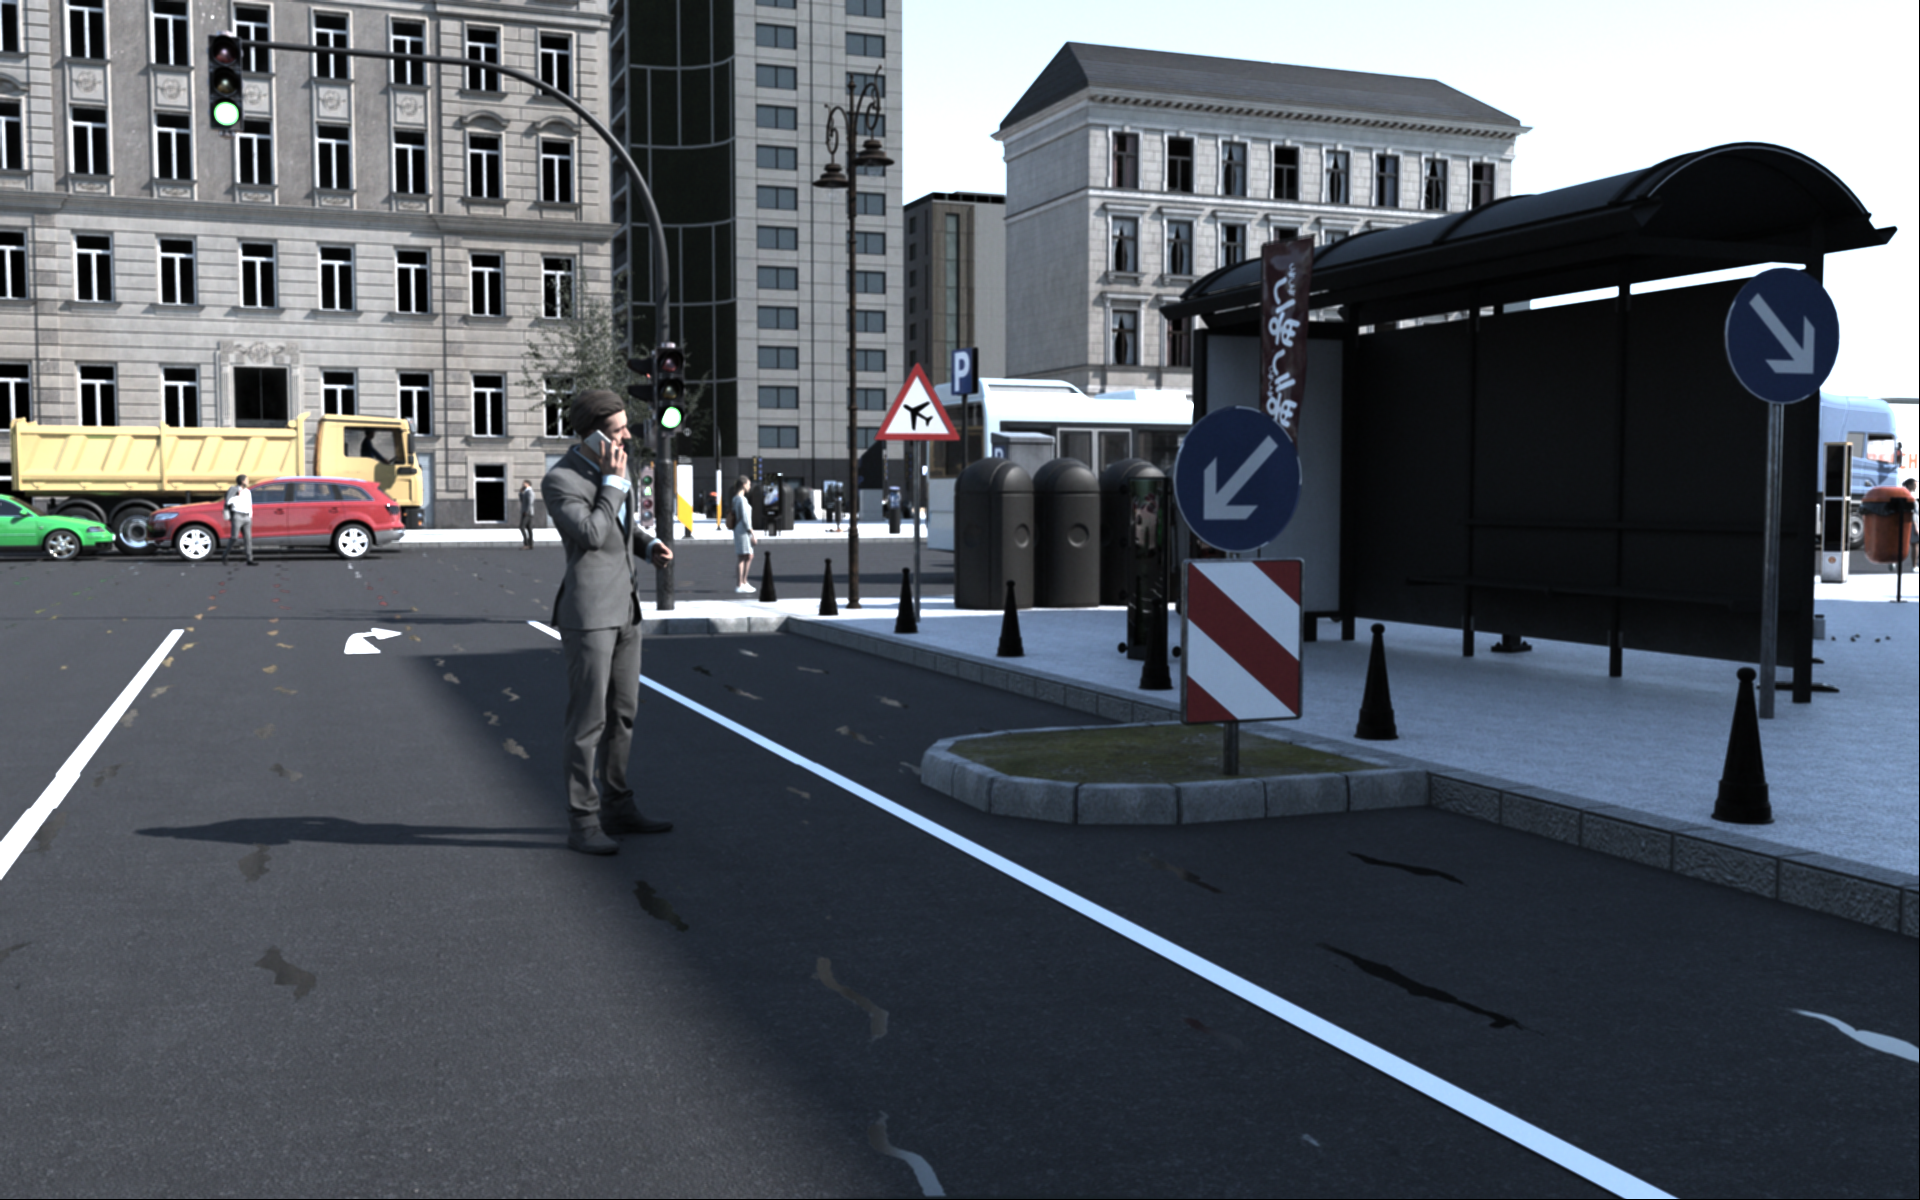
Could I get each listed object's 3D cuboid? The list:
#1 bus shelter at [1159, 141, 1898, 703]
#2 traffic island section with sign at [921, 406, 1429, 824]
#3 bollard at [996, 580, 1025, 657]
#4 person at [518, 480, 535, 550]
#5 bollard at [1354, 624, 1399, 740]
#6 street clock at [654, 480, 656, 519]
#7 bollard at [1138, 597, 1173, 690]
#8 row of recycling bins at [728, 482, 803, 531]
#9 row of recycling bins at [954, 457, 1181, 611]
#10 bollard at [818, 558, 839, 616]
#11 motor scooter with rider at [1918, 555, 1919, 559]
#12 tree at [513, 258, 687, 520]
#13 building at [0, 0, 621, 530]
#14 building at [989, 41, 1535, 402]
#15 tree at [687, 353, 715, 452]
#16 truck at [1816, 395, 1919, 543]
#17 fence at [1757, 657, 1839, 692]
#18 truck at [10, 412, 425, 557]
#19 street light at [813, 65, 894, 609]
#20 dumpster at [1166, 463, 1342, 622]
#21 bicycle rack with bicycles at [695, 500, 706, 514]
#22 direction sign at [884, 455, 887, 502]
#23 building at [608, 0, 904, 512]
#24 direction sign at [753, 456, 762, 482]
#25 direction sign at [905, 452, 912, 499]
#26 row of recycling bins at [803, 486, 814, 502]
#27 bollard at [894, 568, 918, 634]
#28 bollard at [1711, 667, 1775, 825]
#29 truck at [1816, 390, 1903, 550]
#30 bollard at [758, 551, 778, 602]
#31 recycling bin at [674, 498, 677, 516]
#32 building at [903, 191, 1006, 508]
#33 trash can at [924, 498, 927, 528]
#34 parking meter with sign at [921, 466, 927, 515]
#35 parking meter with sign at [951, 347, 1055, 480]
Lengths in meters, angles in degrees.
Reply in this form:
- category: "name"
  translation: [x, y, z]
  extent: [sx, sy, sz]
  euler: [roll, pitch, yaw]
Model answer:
- category: "bus shelter"
  translation: [3.630, -1.141, 12.574]
  extent: [2.014, 3.302, 5.546]
  euler: [-1, 4, -21]
- category: "traffic island section with sign"
  translation: [0.886, 0.007, 8.508]
  extent: [1.989, 1.847, 2.006]
  euler: [-1, 4, -21]
- category: "bollard"
  translation: [0.401, 0.142, 13.716]
  extent: [0.229, 0.601, 0.229]
  euler: [0, 3, 0]
- category: "person"
  translation: [-11.260, -2.218, 44.951]
  extent: [0.473, 1.802, 0.592]
  euler: [0, 4, 2]
- category: "bollard"
  translation: [2.195, 0.424, 9.113]
  extent: [0.229, 0.601, 0.229]
  euler: [0, 3, 0]
- category: "street clock"
  translation: [-16.043, -5.268, 90.703]
  extent: [0.358, 2.002, 0.471]
  euler: [0, 4, 2]
- category: "bollard"
  translation: [1.293, 0.283, 11.417]
  extent: [0.229, 0.601, 0.229]
  euler: [0, 3, 0]
- category: "row of recycling bins"
  translation: [-7.125, -3.342, 61.747]
  extent: [1.069, 1.692, 3.534]
  euler: [-3, 5, -40]
- category: "row of recycling bins"
  translation: [1.605, -0.790, 20.028]
  extent: [3.534, 1.692, 1.069]
  euler: [-2, 4, -28]
- category: "bollard"
  translation: [-1.393, -0.139, 18.314]
  extent: [0.229, 0.601, 0.229]
  euler: [0, 3, 0]
- category: "motor scooter with rider"
  translation: [17.173, -1.262, 29.598]
  extent: [1.986, 1.779, 0.876]
  euler: [-1, 4, -22]
- category: "tree"
  translation: [-11.442, -6.315, 53.614]
  extent: [4.360, 8.622, 3.978]
  euler: [0, 3, 0]
- category: "building"
  translation: [-26.102, -16.333, 64.300]
  extent: [25.104, 27.353, 12.463]
  euler: [-1, 4, -21]
- category: "building"
  translation: [4.875, -13.724, 75.304]
  extent: [40.483, 20.767, 10.553]
  euler: [-1, 4, -21]
- category: "tree"
  translation: [-13.670, -7.955, 80.435]
  extent: [4.360, 8.622, 3.978]
  euler: [0, 3, 0]
- category: "truck"
  translation: [24.524, -3.744, 50.127]
  extent: [11.283, 4.237, 2.839]
  euler: [-1, 4, -23]
- category: "fence"
  translation: [5.929, -0.067, 12.298]
  extent: [0.480, 1.192, 2.264]
  euler: [2, 4, 24]
- category: "truck"
  translation: [-17.213, -2.806, 41.810]
  extent: [9.791, 3.379, 3.469]
  euler: [-1, 4, -23]
- category: "street light"
  translation: [-1.190, -2.839, 19.212]
  extent: [0.468, 5.910, 1.993]
  euler: [-1, 4, -21]
- category: "dumpster"
  translation: [3.081, -0.739, 17.841]
  extent: [1.264, 1.857, 1.865]
  euler: [-1, 4, -21]
- category: "bicycle rack with bicycles"
  translation: [-16.506, -5.848, 109.003]
  extent: [2.852, 0.926, 2.925]
  euler: [-1, 4, -18]
- category: "direction sign"
  translation: [-4.291, -6.613, 100.119]
  extent: [0.379, 3.537, 0.876]
  euler: [0, 4, 6]
- category: "building"
  translation: [-17.197, -42.082, 126.289]
  extent: [20.563, 71.187, 20.611]
  euler: [-1, 4, -21]
- category: "direction sign"
  translation: [-12.137, -6.835, 103.752]
  extent: [0.379, 3.537, 0.876]
  euler: [2, 4, 30]
- category: "direction sign"
  translation: [-2.781, -6.228, 93.819]
  extent: [0.379, 3.537, 0.876]
  euler: [-2, 4, -25]
- category: "row of recycling bins"
  translation: [-8.460, -5.288, 93.575]
  extent: [1.069, 1.692, 3.534]
  euler: [0, 4, 1]
- category: "bollard"
  translation: [-0.499, 0.001, 16.017]
  extent: [0.229, 0.601, 0.229]
  euler: [0, 3, 0]
- category: "bollard"
  translation: [3.088, 0.564, 6.816]
  extent: [0.229, 0.601, 0.229]
  euler: [0, 3, 0]
- category: "truck"
  translation: [15.765, -3.251, 42.910]
  extent: [18.799, 4.110, 2.967]
  euler: [-1, 4, -19]
- category: "bollard"
  translation: [-2.288, -0.279, 20.610]
  extent: [0.229, 0.601, 0.229]
  euler: [0, 3, 0]
- category: "recycling bin"
  translation: [-16.134, -5.386, 100.609]
  extent: [0.722, 1.027, 0.722]
  euler: [1, 4, 22]
- category: "building"
  translation: [1.371, -24.336, 169.601]
  extent: [14.107, 30.474, 14.160]
  euler: [-1, 4, -21]
- category: "trash can"
  translation: [-0.931, -3.091, 62.187]
  extent: [0.748, 1.137, 0.748]
  euler: [0, 3, 0]
- category: "parking meter with sign"
  translation: [-1.545, -6.803, 107.496]
  extent: [1.738, 3.016, 0.543]
  euler: [3, 4, 37]
- category: "parking meter with sign"
  translation: [0.790, -1.526, 21.215]
  extent: [1.738, 3.016, 0.543]
  euler: [-2, 4, -27]
